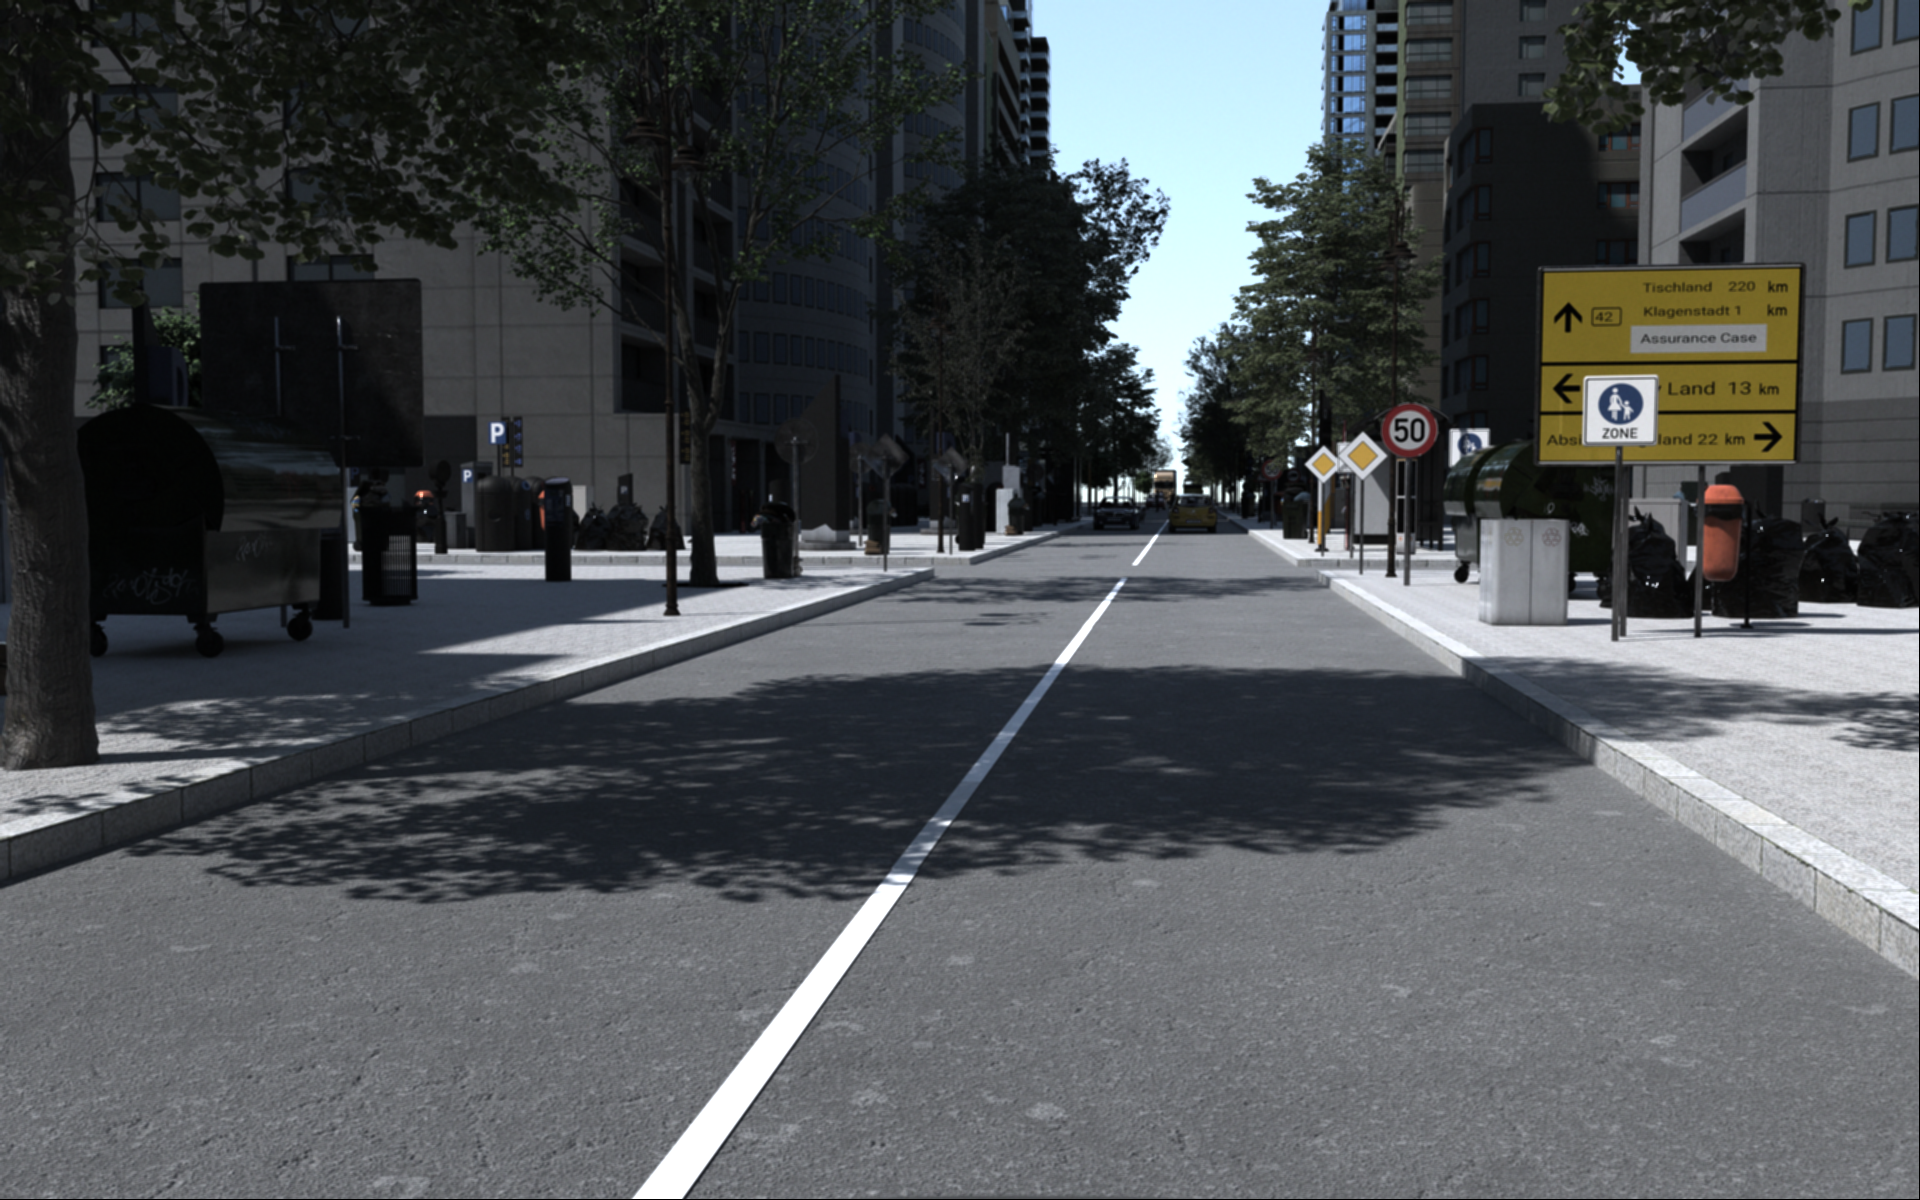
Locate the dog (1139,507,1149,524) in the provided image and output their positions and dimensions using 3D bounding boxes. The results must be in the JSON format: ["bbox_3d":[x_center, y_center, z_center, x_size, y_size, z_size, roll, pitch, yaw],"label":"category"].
[{"bbox_3d":[8.723,-4.107,83.994,0.513,0.831,0.800,-2,4,-24],"label":"dog"}]

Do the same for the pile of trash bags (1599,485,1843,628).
[{"bbox_3d":[7.757,-0.506,18.026,1.912,1.369,3.447,1,4,17],"label":"pile of trash bags"}]

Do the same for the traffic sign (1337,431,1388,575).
[{"bbox_3d":[6.394,-1.463,27.560,0.795,2.450,0.064,0,4,7],"label":"traffic sign"}]

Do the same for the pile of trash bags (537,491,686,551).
[{"bbox_3d":[-8.013,-1.799,39.159,1.912,1.369,3.447,3,5,42],"label":"pile of trash bags"}]

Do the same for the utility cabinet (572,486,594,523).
[{"bbox_3d":[-10.304,-2.311,46.456,1.173,1.500,0.318,3,4,36],"label":"utility cabinet"}]

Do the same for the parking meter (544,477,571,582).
[{"bbox_3d":[-5.923,-1.045,25.496,0.372,1.533,0.369,0,3,0],"label":"parking meter"}]

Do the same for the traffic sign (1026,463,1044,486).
[{"bbox_3d":[3.093,-4.368,71.529,0.768,2.556,0.104,1,4,12],"label":"traffic sign"}]

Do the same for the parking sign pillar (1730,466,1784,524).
[{"bbox_3d":[17.688,-3.057,38.461,1.447,3.967,1.447,-1,4,-11],"label":"parking sign pillar"}]

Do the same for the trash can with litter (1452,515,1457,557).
[{"bbox_3d":[10.388,-1.430,34.768,0.624,1.170,1.055,-2,4,-27],"label":"trash can with litter"}]

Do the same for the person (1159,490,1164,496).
[{"bbox_3d":[20.406,-10.204,175.198,0.709,1.838,0.599,2,4,28],"label":"person"}]

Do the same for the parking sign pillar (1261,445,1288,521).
[{"bbox_3d":[14.972,-5.743,82.368,1.447,3.967,1.447,-2,4,-34],"label":"parking sign pillar"}]

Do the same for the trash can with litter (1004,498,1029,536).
[{"bbox_3d":[1.743,-2.592,53.764,0.624,1.170,1.055,1,4,16],"label":"trash can with litter"}]

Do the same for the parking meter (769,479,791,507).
[{"bbox_3d":[-3.058,-1.290,29.499,0.372,1.533,0.369,0,3,0],"label":"parking meter"}]

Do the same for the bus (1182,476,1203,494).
[{"bbox_3d":[32.104,-15.123,238.802,2.896,3.916,12.252,0,4,7],"label":"bus"}]

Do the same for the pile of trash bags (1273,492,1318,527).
[{"bbox_3d":[13.732,-3.586,68.375,1.912,1.369,3.447,-3,5,-41],"label":"pile of trash bags"}]

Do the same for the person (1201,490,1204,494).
[{"bbox_3d":[22.905,-9.485,163.576,0.705,1.824,1.348,-1,4,-10],"label":"person"}]

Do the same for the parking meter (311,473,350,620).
[{"bbox_3d":[-6.466,-0.571,17.741,0.372,1.533,0.369,0,3,0],"label":"parking meter"}]

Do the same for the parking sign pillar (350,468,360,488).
[{"bbox_3d":[-37.816,-7.186,105.970,1.447,3.967,1.447,-2,4,-33],"label":"parking sign pillar"}]

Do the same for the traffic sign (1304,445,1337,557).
[{"bbox_3d":[7.437,-1.947,35.477,0.795,2.450,0.064,0,4,7],"label":"traffic sign"}]

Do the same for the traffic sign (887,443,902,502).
[{"bbox_3d":[-1.720,-2.530,41.469,0.768,2.556,0.104,1,4,16],"label":"traffic sign"}]

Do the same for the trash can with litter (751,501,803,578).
[{"bbox_3d":[-2.780,-0.930,26.588,0.624,1.170,1.055,1,4,8],"label":"trash can with litter"}]

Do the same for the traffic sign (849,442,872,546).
[{"bbox_3d":[-2.437,-2.584,42.351,0.768,2.556,0.104,1,4,13],"label":"traffic sign"}]

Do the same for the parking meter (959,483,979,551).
[{"bbox_3d":[0.157,-1.879,39.128,0.372,1.533,0.369,0,3,0],"label":"parking meter"}]

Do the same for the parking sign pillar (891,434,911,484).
[{"bbox_3d":[-2.575,-5.459,77.719,1.447,3.967,1.447,-3,4,-38],"label":"parking sign pillar"}]

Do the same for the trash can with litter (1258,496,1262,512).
[{"bbox_3d":[19.445,-6.013,109.699,1.055,1.170,0.624,-1,4,-15],"label":"trash can with litter"}]

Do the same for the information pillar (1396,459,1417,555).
[{"bbox_3d":[9.449,-1.968,36.664,0.304,2.012,0.304,-2,4,-27],"label":"information pillar"}]

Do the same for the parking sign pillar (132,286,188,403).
[{"bbox_3d":[-10.681,-2.124,23.204,1.447,3.967,1.447,-1,4,-14],"label":"parking sign pillar"}]

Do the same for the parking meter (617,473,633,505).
[{"bbox_3d":[-9.441,-2.638,48.847,0.399,1.863,0.255,1,4,9],"label":"parking meter"}]

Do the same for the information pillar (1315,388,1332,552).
[{"bbox_3d":[8.135,-2.893,38.655,0.183,3.616,0.504,3,4,37],"label":"information pillar"}]

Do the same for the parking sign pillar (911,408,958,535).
[{"bbox_3d":[-0.539,-4.051,54.708,1.447,3.967,1.447,1,4,20],"label":"parking sign pillar"}]

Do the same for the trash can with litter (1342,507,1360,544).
[{"bbox_3d":[10.432,-2.036,44.681,1.055,1.170,0.624,-1,4,-14],"label":"trash can with litter"}]

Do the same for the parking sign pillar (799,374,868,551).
[{"bbox_3d":[-3.098,-3.132,39.685,1.447,3.967,1.447,-3,5,-43],"label":"parking sign pillar"}]

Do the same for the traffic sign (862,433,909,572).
[{"bbox_3d":[-1.232,-1.525,28.581,0.795,2.450,0.064,0,4,7],"label":"traffic sign"}]

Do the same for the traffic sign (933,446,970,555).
[{"bbox_3d":[-0.189,-2.010,36.498,0.795,2.450,0.064,0,4,7],"label":"traffic sign"}]

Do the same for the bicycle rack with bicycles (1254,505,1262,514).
[{"bbox_3d":[18.840,-5.580,104.619,2.925,0.926,2.852,2,4,23],"label":"bicycle rack with bicycles"}]

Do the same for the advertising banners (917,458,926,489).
[{"bbox_3d":[-1.178,-5.409,84.631,2.074,3.025,0.090,2,4,24],"label":"advertising banners"}]

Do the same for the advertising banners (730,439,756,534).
[{"bbox_3d":[-7.086,-3.687,56.477,0.090,3.025,2.074,1,4,16],"label":"advertising banners"}]

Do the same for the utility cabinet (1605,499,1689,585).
[{"bbox_3d":[9.466,-0.778,23.886,1.020,1.237,0.306,3,5,43],"label":"utility cabinet"}]

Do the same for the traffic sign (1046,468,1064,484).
[{"bbox_3d":[4.054,-4.452,73.979,0.795,2.450,0.064,1,4,17],"label":"traffic sign"}]

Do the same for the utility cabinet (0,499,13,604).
[{"bbox_3d":[-11.712,-0.559,20.297,1.020,1.237,0.306,-1,4,-11],"label":"utility cabinet"}]

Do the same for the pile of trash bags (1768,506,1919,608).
[{"bbox_3d":[11.743,-0.651,20.395,3.447,1.369,1.912,0,4,-5],"label":"pile of trash bags"}]

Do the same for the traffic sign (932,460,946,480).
[{"bbox_3d":[-0.549,-3.031,51.679,0.606,2.300,0.079,1,4,10],"label":"traffic sign"}]

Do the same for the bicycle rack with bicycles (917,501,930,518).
[{"bbox_3d":[-1.209,-5.762,107.597,2.925,0.926,2.852,2,4,32],"label":"bicycle rack with bicycles"}]

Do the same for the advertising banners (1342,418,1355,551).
[{"bbox_3d":[8.875,-2.654,39.584,0.090,3.025,2.074,0,4,6],"label":"advertising banners"}]

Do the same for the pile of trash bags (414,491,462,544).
[{"bbox_3d":[-13.677,-2.220,46.048,1.912,1.369,3.447,-3,5,-41],"label":"pile of trash bags"}]

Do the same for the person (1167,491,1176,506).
[{"bbox_3d":[19.940,-9.363,162.303,1.217,1.735,0.721,0,4,-8],"label":"person"}]

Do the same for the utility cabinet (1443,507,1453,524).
[{"bbox_3d":[20.517,-3.911,72.616,0.318,1.500,1.173,-2,4,-31],"label":"utility cabinet"}]

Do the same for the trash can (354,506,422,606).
[{"bbox_3d":[-6.596,-0.512,20.018,0.748,1.137,0.748,0,3,0],"label":"trash can"}]

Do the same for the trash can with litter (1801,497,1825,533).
[{"bbox_3d":[20.451,-1.919,42.438,2.233,1.210,1.678,1,4,20],"label":"trash can with litter"}]

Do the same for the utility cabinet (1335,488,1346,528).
[{"bbox_3d":[14.090,-3.406,64.365,1.173,1.500,0.318,-1,4,-12],"label":"utility cabinet"}]

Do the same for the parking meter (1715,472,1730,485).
[{"bbox_3d":[20.216,-2.461,45.952,0.255,1.863,0.399,0,4,-4],"label":"parking meter"}]

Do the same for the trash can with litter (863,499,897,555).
[{"bbox_3d":[-1.710,-1.549,36.711,0.624,1.170,1.055,0,4,6],"label":"trash can with litter"}]

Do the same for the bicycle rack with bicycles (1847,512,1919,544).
[{"bbox_3d":[19.472,-1.348,35.428,2.852,0.926,2.925,1,4,14],"label":"bicycle rack with bicycles"}]

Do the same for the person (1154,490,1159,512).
[{"bbox_3d":[15.604,-7.856,137.666,0.721,1.735,1.217,0,4,-7],"label":"person"}]

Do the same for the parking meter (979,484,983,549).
[{"bbox_3d":[0.361,-1.955,40.378,0.372,1.533,0.369,0,3,0],"label":"parking meter"}]
